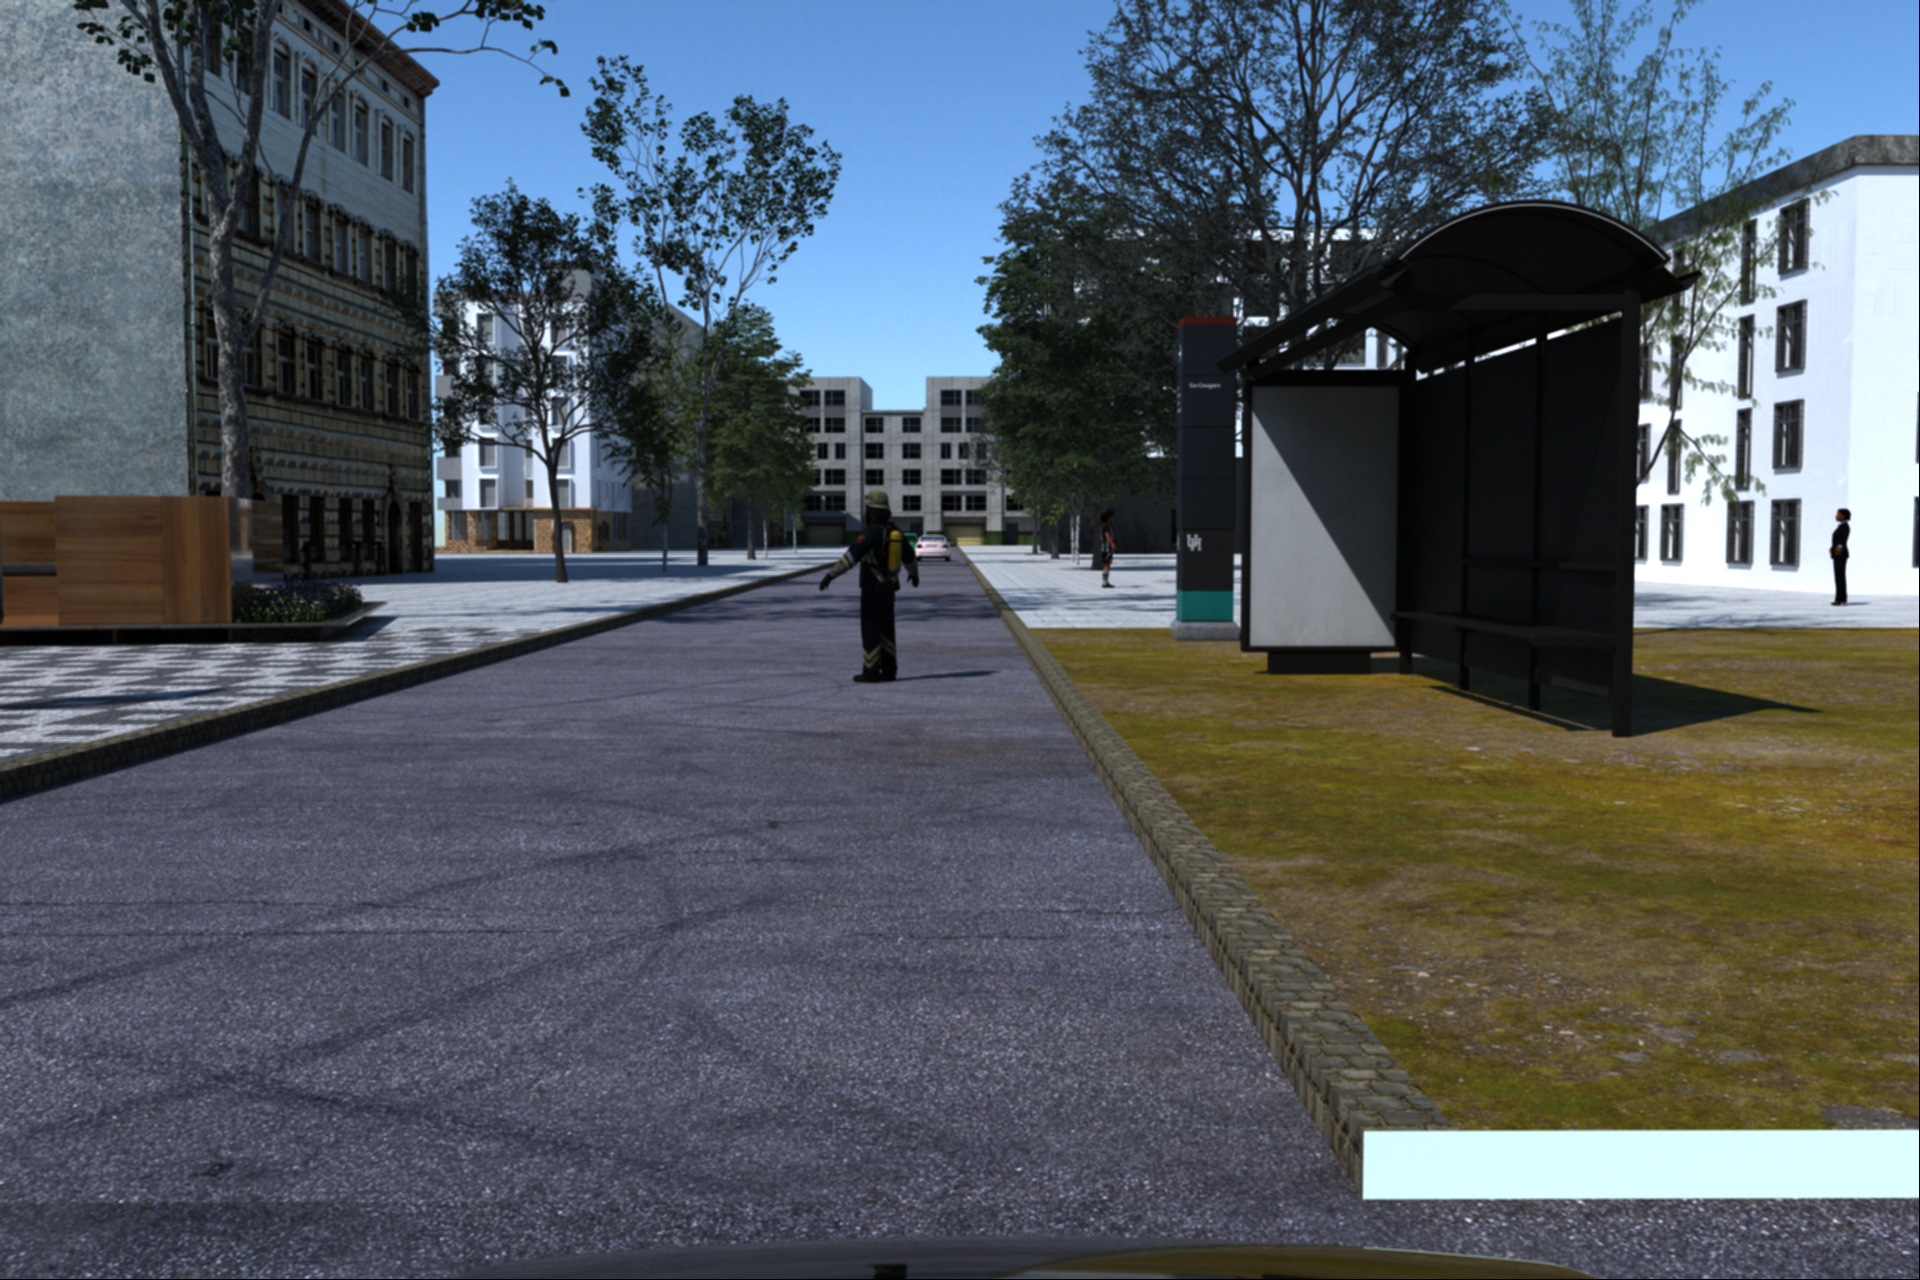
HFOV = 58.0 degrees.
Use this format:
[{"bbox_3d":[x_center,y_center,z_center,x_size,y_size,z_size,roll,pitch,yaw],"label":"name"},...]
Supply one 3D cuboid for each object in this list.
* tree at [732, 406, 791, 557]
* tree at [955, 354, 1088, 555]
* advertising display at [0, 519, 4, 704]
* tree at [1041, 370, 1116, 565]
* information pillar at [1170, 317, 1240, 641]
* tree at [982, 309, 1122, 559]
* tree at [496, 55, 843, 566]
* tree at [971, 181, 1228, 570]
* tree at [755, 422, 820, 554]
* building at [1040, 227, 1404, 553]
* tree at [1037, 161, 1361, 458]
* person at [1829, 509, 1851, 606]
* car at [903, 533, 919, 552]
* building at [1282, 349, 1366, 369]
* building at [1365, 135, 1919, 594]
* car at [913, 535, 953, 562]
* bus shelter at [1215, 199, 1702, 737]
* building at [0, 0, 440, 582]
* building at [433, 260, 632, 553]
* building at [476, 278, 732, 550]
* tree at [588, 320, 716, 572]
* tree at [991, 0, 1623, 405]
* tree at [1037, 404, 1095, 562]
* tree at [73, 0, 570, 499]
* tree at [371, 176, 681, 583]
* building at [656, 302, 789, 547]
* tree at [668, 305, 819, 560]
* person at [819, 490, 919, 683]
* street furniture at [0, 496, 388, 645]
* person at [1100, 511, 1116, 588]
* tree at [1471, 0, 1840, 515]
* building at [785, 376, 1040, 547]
[{"bbox_3d":[-10.620,-8.877,95.509,4.360,8.622,3.978,0,3,0],"label":"tree"},{"bbox_3d":[4.782,-12.055,107.474,12.009,13.543,11.850,0,3,0],"label":"tree"},{"bbox_3d":[-7.285,-0.452,12.598,0.123,1.923,0.974,0,4,-1],"label":"advertising display"},{"bbox_3d":[4.874,-7.395,71.276,4.737,8.622,4.395,0,3,0],"label":"tree"},{"bbox_3d":[2.977,-1.934,21.002,0.750,3.857,0.750,0,4,1],"label":"information pillar"},{"bbox_3d":[4.957,-10.345,87.264,7.486,12.596,7.792,0,3,0],"label":"tree"},{"bbox_3d":[-11.831,-13.119,70.379,12.611,20.169,13.585,0,3,0],"label":"tree"},{"bbox_3d":[4.892,-9.429,60.825,9.857,13.997,8.962,0,3,0],"label":"tree"},{"bbox_3d":[-10.665,-9.737,109.559,4.737,8.622,4.395,0,3,0],"label":"tree"},{"bbox_3d":[19.877,-17.600,131.738,27.936,21.610,32.646,0,4,0],"label":"building"},{"bbox_3d":[5.907,-6.676,43.563,8.767,10.594,7.601,-2,4,-27],"label":"tree"},{"bbox_3d":[15.774,-1.496,31.185,0.721,1.740,1.216,1,4,22],"label":"person"},{"bbox_3d":[-3.318,-5.997,106.849,1.959,1.807,4.718,0,4,-1],"label":"car"},{"bbox_3d":[19.702,-8.367,78.941,9.099,9.664,28.070,0,4,0],"label":"building"},{"bbox_3d":[19.532,-6.636,50.641,9.099,9.664,28.070,0,4,0],"label":"building"},{"bbox_3d":[-1.430,-4.833,91.383,2.083,1.381,4.827,0,3,0],"label":"car"},{"bbox_3d":[3.416,-1.184,13.277,2.014,3.302,5.546,0,4,-1],"label":"bus shelter"},{"bbox_3d":[-27.180,-13.347,49.145,19.493,23.208,18.063,0,4,0],"label":"building"},{"bbox_3d":[-30.389,-16.184,121.029,16.016,20.090,11.380,0,4,0],"label":"building"},{"bbox_3d":[-30.609,-19.609,151.529,19.493,23.208,18.063,0,4,0],"label":"building"},{"bbox_3d":[-10.274,-6.627,58.709,4.737,8.622,4.395,0,3,0],"label":"tree"},{"bbox_3d":[5.700,-7.256,29.012,12.009,13.543,11.850,0,3,0],"label":"tree"},{"bbox_3d":[5.262,-7.876,79.139,4.360,8.622,3.978,0,3,0],"label":"tree"},{"bbox_3d":[-10.021,-10.224,23.045,12.611,20.169,13.585,0,3,0],"label":"tree"},{"bbox_3d":[-10.832,-6.801,45.616,7.601,10.594,8.767,1,4,19],"label":"tree"},{"bbox_3d":[-27.671,-20.965,173.705,19.493,23.208,18.063,0,4,0],"label":"building"},{"bbox_3d":[-10.879,-10.298,86.500,7.486,12.596,7.792,0,3,0],"label":"tree"},{"bbox_3d":[-0.814,-0.525,16.812,0.705,1.856,1.354,3,5,40],"label":"person"},{"bbox_3d":[-10.465,-1.017,23.477,9.812,1.723,11.010,-1,4,-14],"label":"street furniture"},{"bbox_3d":[3.550,-2.162,41.497,0.704,1.843,1.345,0,4,-1],"label":"person"},{"bbox_3d":[8.364,-4.371,21.826,4.360,8.622,3.978,0,3,0],"label":"tree"},{"bbox_3d":[-3.524,-20.326,201.242,31.486,18.905,16.747,0,4,2],"label":"building"}]
